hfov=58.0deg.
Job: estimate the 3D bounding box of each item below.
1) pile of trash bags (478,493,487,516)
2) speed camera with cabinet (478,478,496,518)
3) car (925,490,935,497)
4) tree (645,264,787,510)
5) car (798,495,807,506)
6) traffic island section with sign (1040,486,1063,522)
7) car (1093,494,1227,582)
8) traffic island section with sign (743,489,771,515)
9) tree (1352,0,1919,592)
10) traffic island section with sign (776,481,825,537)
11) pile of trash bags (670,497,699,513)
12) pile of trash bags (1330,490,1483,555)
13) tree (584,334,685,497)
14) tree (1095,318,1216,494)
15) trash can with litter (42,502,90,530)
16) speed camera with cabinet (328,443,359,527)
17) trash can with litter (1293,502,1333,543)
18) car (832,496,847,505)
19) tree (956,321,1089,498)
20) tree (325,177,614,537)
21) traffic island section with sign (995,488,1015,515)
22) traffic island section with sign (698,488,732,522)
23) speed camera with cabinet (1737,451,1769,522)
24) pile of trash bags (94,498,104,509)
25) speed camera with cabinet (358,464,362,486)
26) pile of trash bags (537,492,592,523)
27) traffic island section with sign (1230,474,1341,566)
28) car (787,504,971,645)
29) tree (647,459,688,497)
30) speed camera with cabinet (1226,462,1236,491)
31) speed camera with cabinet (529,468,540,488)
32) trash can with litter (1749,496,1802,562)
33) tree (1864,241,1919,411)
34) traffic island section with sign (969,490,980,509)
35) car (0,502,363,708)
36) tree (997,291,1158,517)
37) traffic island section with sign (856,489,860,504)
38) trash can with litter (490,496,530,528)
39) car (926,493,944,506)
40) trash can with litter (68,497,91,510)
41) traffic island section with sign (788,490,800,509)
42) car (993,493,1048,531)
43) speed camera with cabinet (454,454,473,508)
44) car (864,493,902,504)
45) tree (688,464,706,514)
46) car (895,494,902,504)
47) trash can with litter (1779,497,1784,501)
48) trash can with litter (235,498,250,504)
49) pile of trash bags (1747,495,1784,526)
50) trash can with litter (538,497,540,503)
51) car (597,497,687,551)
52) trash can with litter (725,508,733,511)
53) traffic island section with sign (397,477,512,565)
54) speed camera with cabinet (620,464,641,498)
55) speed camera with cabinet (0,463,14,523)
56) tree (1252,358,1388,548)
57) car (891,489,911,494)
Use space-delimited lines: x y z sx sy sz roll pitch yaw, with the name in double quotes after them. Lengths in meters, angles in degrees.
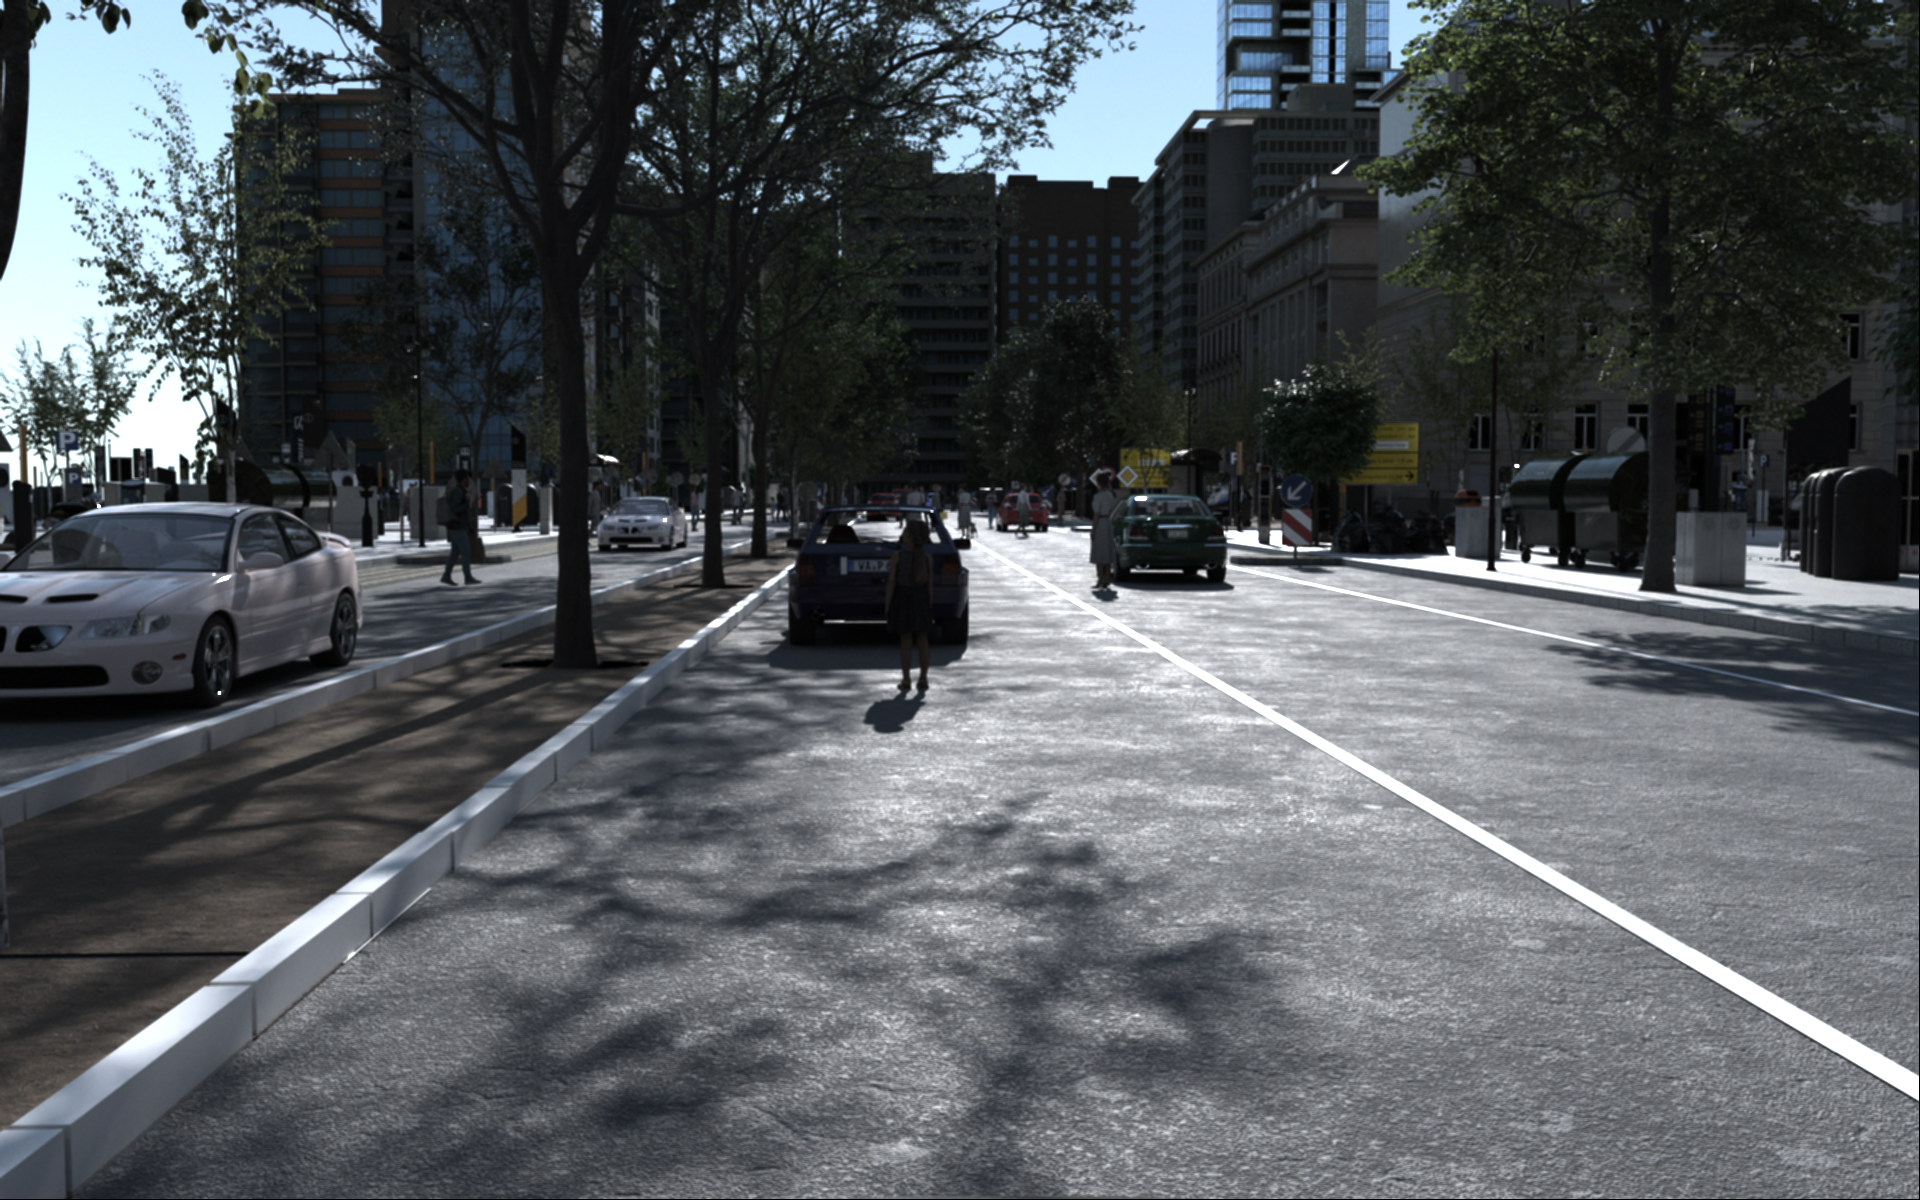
-28.670 -5.640 101.971 1.912 1.369 3.447 -2 4 -28 "pile of trash bags"
-25.904 -6.139 94.716 2.038 3.252 0.660 -1 4 -16 "speed camera with cabinet"
-2.677 -9.830 169.386 2.281 1.827 5.304 0 4 -1 "car"
-18.509 -17.356 139.665 12.611 20.169 13.585 0 3 0 "tree"
-16.413 -10.144 178.434 1.945 1.354 3.894 0 4 -3 "car"
4.348 -5.038 90.998 1.989 1.847 2.006 0 4 -2 "traffic island section with sign"
3.397 -1.095 29.701 2.131 1.459 4.920 0 4 -1 "car"
-13.727 -6.673 117.724 1.989 1.847 2.006 0 4 -2 "traffic island section with sign"
9.195 -6.416 23.033 7.486 12.596 7.792 0 3 0 "tree"
-5.137 -3.065 58.243 2.006 1.907 1.989 0 4 -2 "traffic island section with sign"
-18.445 -6.714 119.525 3.447 1.369 1.912 0 4 -7 "pile of trash bags"
9.948 -1.722 37.914 3.447 1.369 1.912 -1 4 -23 "pile of trash bags"
-15.200 -7.859 78.861 4.737 8.622 4.395 0 3 0 "tree"
7.703 -7.436 71.941 4.737 8.622 4.395 0 3 0 "tree"
-12.721 -0.814 24.701 0.624 1.170 1.055 -2 4 -26 "trash can with litter"
-24.406 -4.445 67.015 0.660 3.252 2.038 2 4 25 "speed camera with cabinet"
9.306 -2.090 45.566 1.055 1.170 0.624 -1 4 -21 "trash can with litter"
-14.010 -11.658 202.966 2.083 1.381 4.827 0 4 -4 "car"
5.302 -13.590 128.849 9.857 13.997 8.962 0 3 0 "tree"
-14.548 -7.149 51.299 8.767 10.594 7.601 -1 4 -11 "tree"
3.242 -6.691 118.018 1.989 1.847 2.006 0 4 -2 "traffic island section with sign"
-12.626 -5.012 90.571 1.989 1.847 2.006 0 4 -2 "traffic island section with sign"
36.325 -5.201 79.366 0.660 3.252 2.038 0 4 -1 "speed camera with cabinet"
-26.922 -2.803 55.581 1.912 1.369 3.447 3 5 40 "pile of trash bags"
-39.992 -7.267 113.146 2.038 3.252 0.660 -1 4 -16 "speed camera with cabinet"
-17.884 -4.154 77.672 3.447 1.369 1.912 0 4 4 "pile of trash bags"
6.605 -1.641 35.453 1.989 1.847 2.006 0 4 -2 "traffic island section with sign"
-0.835 -0.321 17.834 1.945 1.354 3.894 0 4 -3 "car"
-16.002 -6.027 93.137 1.663 3.219 1.824 0 3 0 "tree"
17.339 -7.249 112.850 0.660 3.252 2.038 1 4 19 "speed camera with cabinet"
-32.786 -8.412 131.874 0.660 3.252 2.038 1 4 20 "speed camera with cabinet"
16.058 -1.338 32.927 1.678 1.210 2.233 1 4 16 "trash can with litter"
10.284 -1.999 16.393 4.285 4.588 4.351 0 3 0 "tree"
1.208 -9.753 168.090 1.989 1.847 2.006 0 4 -2 "traffic island section with sign"
-5.978 -0.044 13.080 2.083 1.381 4.827 0 4 -3 "car"
6.738 -11.092 98.355 9.611 12.733 9.660 0 3 0 "tree"
-8.484 -8.109 140.721 2.006 1.907 1.989 0 4 -2 "traffic island section with sign"
-17.175 -3.383 66.367 1.678 1.210 2.233 2 4 26 "trash can with litter"
-2.294 -8.812 153.660 1.945 1.707 3.694 0 4 -3 "car"
-22.059 -2.024 44.144 2.233 1.210 1.678 0 4 -7 "trash can with litter"
-15.756 -9.732 167.740 1.989 1.847 2.006 0 4 -2 "traffic island section with sign"
2.406 -3.597 67.859 2.155 1.783 4.494 0 4 -3 "car"
-25.057 -5.572 85.441 0.660 3.252 2.038 2 4 25 "speed camera with cabinet"
-4.056 -5.090 92.265 2.155 1.783 4.494 0 4 -1 "car"
-16.891 -7.149 111.486 1.663 3.219 1.824 0 3 0 "tree"
-4.029 -5.686 104.758 2.131 1.459 4.920 0 4 -4 "car"
64.828 -7.602 135.676 1.055 1.170 0.624 2 4 23 "trash can with litter"
-13.580 -1.374 33.518 1.678 1.210 2.233 1 4 18 "trash can with litter"
33.022 -3.686 70.025 3.447 1.369 1.912 3 5 44 "pile of trash bags"
-32.048 -7.231 129.620 0.624 1.170 1.055 3 5 40 "trash can with litter"
-8.237 -2.009 45.208 2.083 1.381 4.827 0 4 -2 "car"
-18.487 -7.530 134.180 2.233 1.210 1.678 0 4 -3 "trash can with litter"
-10.408 -1.668 35.894 1.989 1.847 2.006 0 4 -2 "traffic island section with sign"
-21.578 -7.289 113.511 0.660 3.252 2.038 1 4 16 "speed camera with cabinet"
-41.978 -5.004 76.158 0.660 3.252 2.038 0 4 7 "speed camera with cabinet"
8.739 -3.566 42.022 4.285 4.588 4.351 0 3 0 "tree"
-4.501 -7.650 133.758 2.281 1.827 5.304 0 4 0 "car"
